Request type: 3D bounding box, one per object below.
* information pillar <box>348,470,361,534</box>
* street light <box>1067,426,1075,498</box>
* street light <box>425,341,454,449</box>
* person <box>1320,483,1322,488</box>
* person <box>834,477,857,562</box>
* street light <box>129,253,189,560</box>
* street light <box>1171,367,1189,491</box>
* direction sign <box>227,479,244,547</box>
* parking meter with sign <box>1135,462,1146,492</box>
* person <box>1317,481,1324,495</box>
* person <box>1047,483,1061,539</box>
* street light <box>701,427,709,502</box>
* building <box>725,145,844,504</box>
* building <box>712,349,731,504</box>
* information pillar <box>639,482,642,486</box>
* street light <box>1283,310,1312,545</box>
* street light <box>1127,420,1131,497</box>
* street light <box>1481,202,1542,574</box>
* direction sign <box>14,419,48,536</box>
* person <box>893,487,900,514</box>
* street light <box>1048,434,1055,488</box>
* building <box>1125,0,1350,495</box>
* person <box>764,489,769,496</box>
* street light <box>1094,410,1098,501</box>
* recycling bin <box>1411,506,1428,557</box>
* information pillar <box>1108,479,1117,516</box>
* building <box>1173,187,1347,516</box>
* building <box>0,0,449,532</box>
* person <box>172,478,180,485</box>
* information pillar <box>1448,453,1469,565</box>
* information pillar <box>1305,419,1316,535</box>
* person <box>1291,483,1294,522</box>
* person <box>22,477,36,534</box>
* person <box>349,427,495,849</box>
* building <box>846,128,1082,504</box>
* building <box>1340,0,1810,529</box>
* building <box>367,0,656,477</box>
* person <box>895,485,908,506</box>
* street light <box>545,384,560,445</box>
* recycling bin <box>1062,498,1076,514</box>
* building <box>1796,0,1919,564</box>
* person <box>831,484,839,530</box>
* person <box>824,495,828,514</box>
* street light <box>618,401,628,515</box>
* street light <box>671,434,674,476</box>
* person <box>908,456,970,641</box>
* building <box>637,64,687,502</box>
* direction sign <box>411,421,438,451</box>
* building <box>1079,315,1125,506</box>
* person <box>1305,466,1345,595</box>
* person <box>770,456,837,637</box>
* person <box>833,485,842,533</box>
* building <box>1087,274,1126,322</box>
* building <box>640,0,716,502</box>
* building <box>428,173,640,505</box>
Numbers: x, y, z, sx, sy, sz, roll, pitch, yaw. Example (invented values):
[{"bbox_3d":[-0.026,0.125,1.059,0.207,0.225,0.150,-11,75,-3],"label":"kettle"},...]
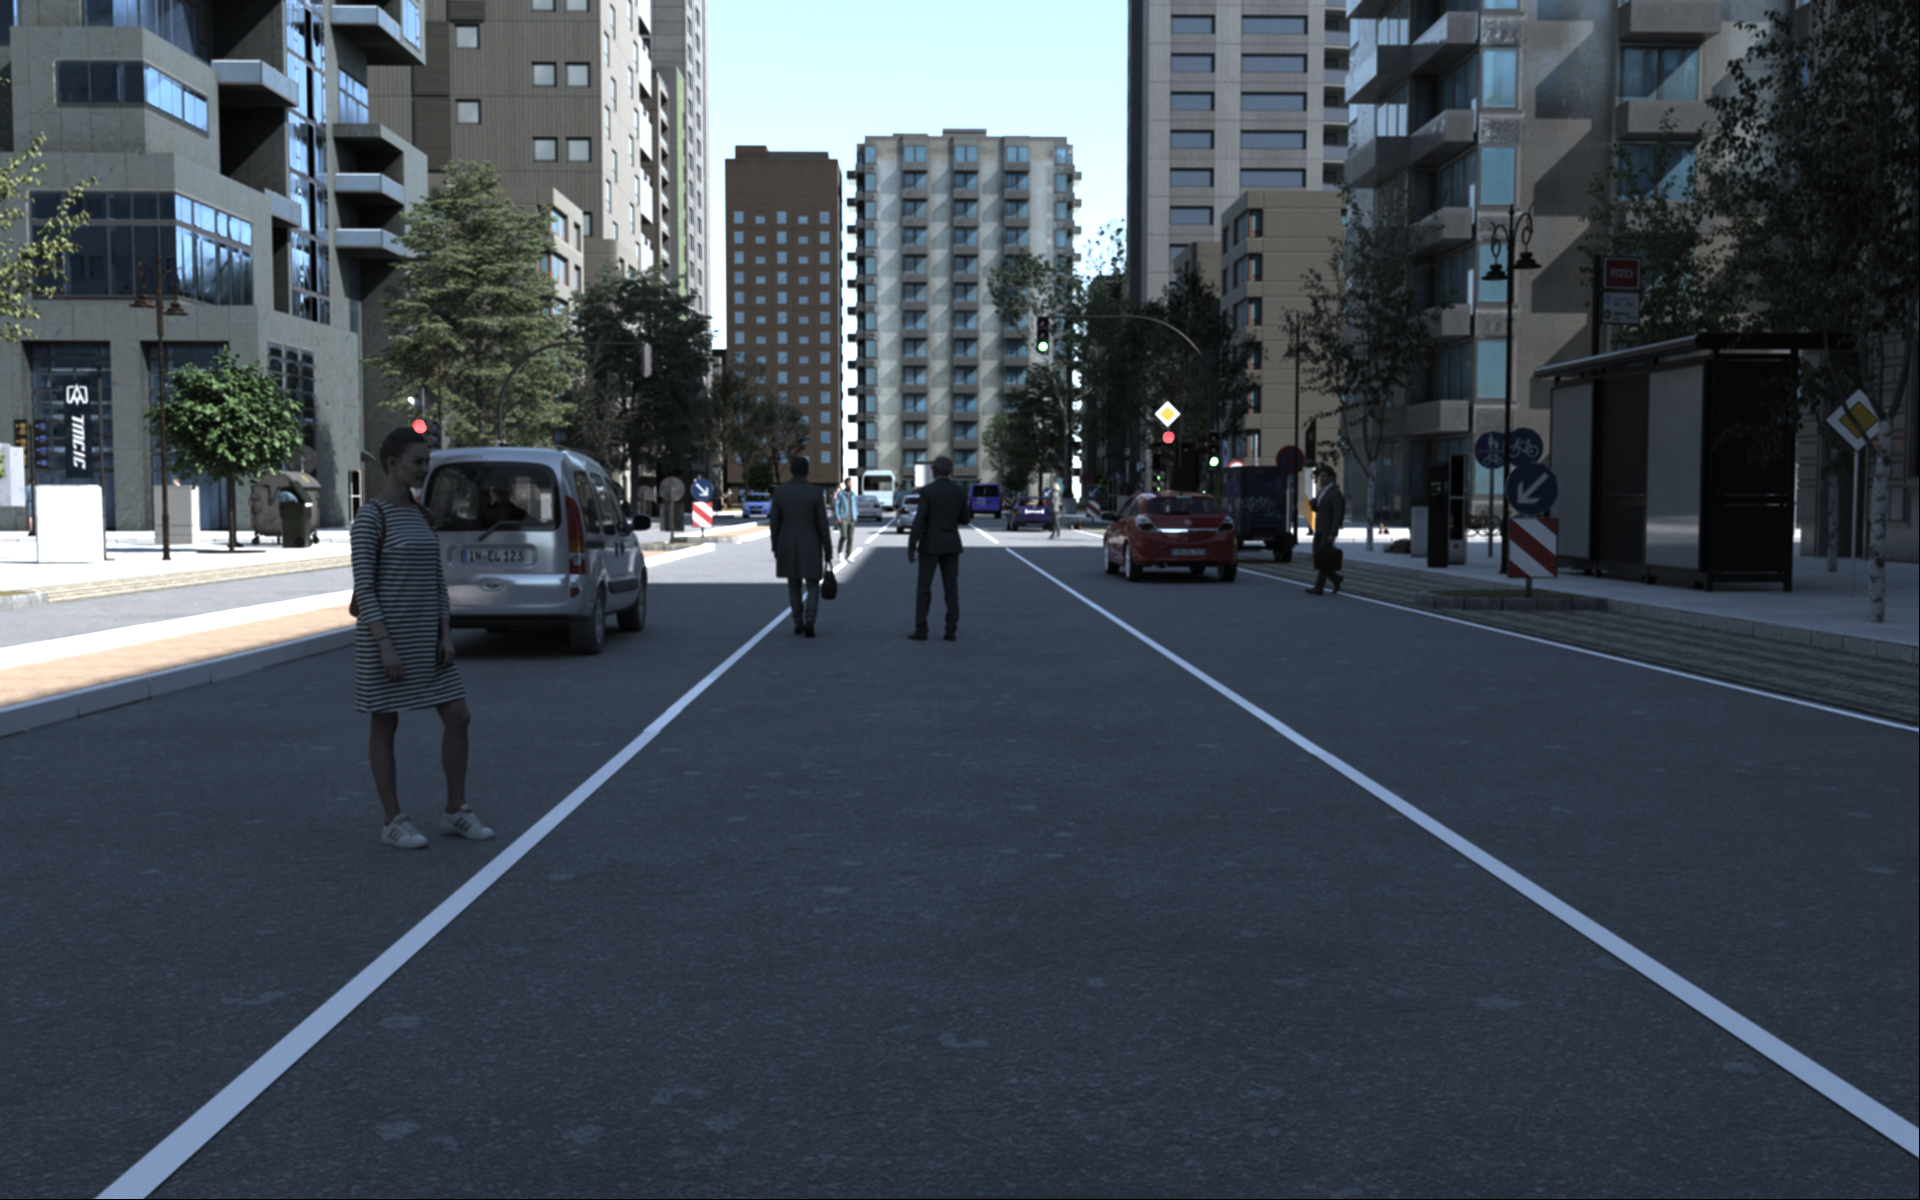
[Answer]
[{"bbox_3d":[-18.784,-3.013,53.758,0.304,2.012,0.304,-2,4,-35],"label":"information pillar"},{"bbox_3d":[7.044,-8.462,111.134,0.468,5.910,1.993,0,4,-1],"label":"street light"},{"bbox_3d":[-15.737,-4.873,52.464,0.468,5.910,1.993,0,4,-1],"label":"street light"},{"bbox_3d":[15.422,-4.119,73.738,0.694,1.780,0.624,-1,4,-12],"label":"person"},{"bbox_3d":[-2.385,-1.680,36.318,0.601,1.785,0.444,-2,4,-31],"label":"person"},{"bbox_3d":[-15.391,-3.708,33.420,0.468,5.910,1.993,0,4,-1],"label":"street light"},{"bbox_3d":[8.015,-5.532,63.229,0.468,5.910,1.993,0,4,-1],"label":"street light"},{"bbox_3d":[-17.522,-3.044,41.762,0.876,3.537,0.379,-3,5,-41],"label":"direction sign"},{"bbox_3d":[9.684,-5.920,93.059,0.543,3.016,1.738,0,4,6],"label":"parking meter with sign"},{"bbox_3d":[12.741,-3.299,60.317,0.599,1.781,0.374,1,4,21],"label":"person"},{"bbox_3d":[2.967,-2.856,55.380,0.526,1.800,0.537,1,4,22],"label":"person"},{"bbox_3d":[-17.185,-8.832,117.195,0.468,5.910,1.993,0,4,-1],"label":"street light"},{"bbox_3d":[-22.561,-35.187,225.418,14.200,45.320,14.600,0,4,-1],"label":"building"},{"bbox_3d":[-44.871,-23.624,231.287,28.899,21.520,27.650,0,4,-1],"label":"building"},{"bbox_3d":[-19.495,-6.169,105.360,0.304,2.012,0.304,-2,4,-27],"label":"information pillar"},{"bbox_3d":[8.504,-4.339,43.735,0.468,5.910,1.993,0,4,-1],"label":"street light"},{"bbox_3d":[7.772,-6.508,79.199,0.468,5.910,1.993,0,4,-1],"label":"street light"},{"bbox_3d":[8.789,-3.363,27.766,0.468,5.910,1.993,0,4,-1],"label":"street light"},{"bbox_3d":[-28.194,-3.708,52.625,0.876,3.537,0.379,-1,4,-20],"label":"direction sign"},{"bbox_3d":[-2.918,-4.546,83.172,0.601,1.785,0.444,1,4,15],"label":"person"},{"bbox_3d":[6.666,-9.438,127.102,0.468,5.910,1.993,0,4,-1],"label":"street light"},{"bbox_3d":[25.189,-37.317,152.137,21.231,58.520,28.212,0,4,-1],"label":"building"},{"bbox_3d":[-13.559,-6.880,121.235,0.529,1.795,0.600,1,4,17],"label":"person"},{"bbox_3d":[7.443,-7.485,95.167,0.468,5.910,1.993,0,4,-1],"label":"street light"},{"bbox_3d":[9.646,-1.393,35.335,0.722,1.027,0.722,2,4,29],"label":"recycling bin"},{"bbox_3d":[7.226,-4.735,81.910,0.304,2.012,0.304,-3,4,-39],"label":"information pillar"},{"bbox_3d":[29.822,-16.431,113.685,27.650,21.520,28.899,0,4,-1],"label":"building"},{"bbox_3d":[-35.410,-46.444,72.033,22.319,86.520,31.000,0,4,-1],"label":"building"},{"bbox_3d":[-25.144,-3.028,55.678,0.853,1.813,0.709,-2,4,-28],"label":"person"},{"bbox_3d":[9.032,-1.647,31.418,0.304,2.012,0.304,2,4,25],"label":"information pillar"},{"bbox_3d":[10.889,-3.820,53.813,0.183,3.616,0.504,-1,4,-21],"label":"information pillar"},{"bbox_3d":[15.224,-4.506,79.917,0.583,1.804,0.606,-2,4,-28],"label":"person"},{"bbox_3d":[-29.517,-3.001,55.126,0.581,1.822,0.654,-3,5,-41],"label":"person"},{"bbox_3d":[-2.261,0.149,7.064,0.522,1.701,0.512,2,4,24],"label":"person"},{"bbox_3d":[0.467,-37.299,229.440,30.456,49.044,23.786,0,4,-1],"label":"building"},{"bbox_3d":[31.240,-27.647,71.636,30.456,49.044,23.786,0,4,-1],"label":"building"},{"bbox_3d":[-39.857,-33.650,139.408,28.713,52.752,27.495,0,4,-1],"label":"building"},{"bbox_3d":[-2.524,-4.109,75.550,0.638,1.841,0.748,0,4,-3],"label":"person"},{"bbox_3d":[-16.146,-5.850,68.431,0.468,5.910,1.993,0,4,-1],"label":"street light"},{"bbox_3d":[6.929,-5.950,109.829,0.722,1.027,0.722,-1,4,-20],"label":"recycling bin"},{"bbox_3d":[22.677,-11.600,25.818,11.583,22.565,21.152,0,4,-1],"label":"building"},{"bbox_3d":[-4.799,-3.677,68.721,0.694,1.812,0.767,-2,4,-24],"label":"person"},{"bbox_3d":[-9.419,-6.710,119.054,0.643,1.720,0.563,3,4,36],"label":"person"},{"bbox_3d":[-16.422,-6.837,84.571,0.468,5.910,1.993,0,4,-1],"label":"street light"},{"bbox_3d":[-16.792,-7.831,100.823,0.468,5.910,1.993,0,4,-1],"label":"street light"},{"bbox_3d":[-0.240,-0.515,17.098,0.661,1.801,0.590,-2,4,-29],"label":"person"},{"bbox_3d":[-33.369,-29.178,160.653,14.154,41.232,14.086,0,4,-1],"label":"building"},{"bbox_3d":[-16.674,-3.794,54.037,0.876,3.537,0.379,1,4,9],"label":"direction sign"},{"bbox_3d":[27.617,-20.599,181.826,27.650,21.520,28.899,0,4,-1],"label":"building"},{"bbox_3d":[5.235,-0.988,24.623,0.822,1.834,0.622,-2,4,-29],"label":"person"},{"bbox_3d":[-1.575,-0.548,17.559,0.694,1.812,0.767,1,4,8],"label":"person"},{"bbox_3d":[-4.433,-3.386,64.447,0.643,1.750,0.593,0,4,-2],"label":"person"},{"bbox_3d":[24.176,-27.778,225.866,14.107,30.474,14.160,0,4,-1],"label":"building"},{"bbox_3d":[-37.688,-45.562,183.187,20.611,71.187,20.563,0,4,-1],"label":"building"},{"bbox_3d":[-36.977,-16.320,111.871,27.650,21.520,28.899,0,4,-1],"label":"building"}]
